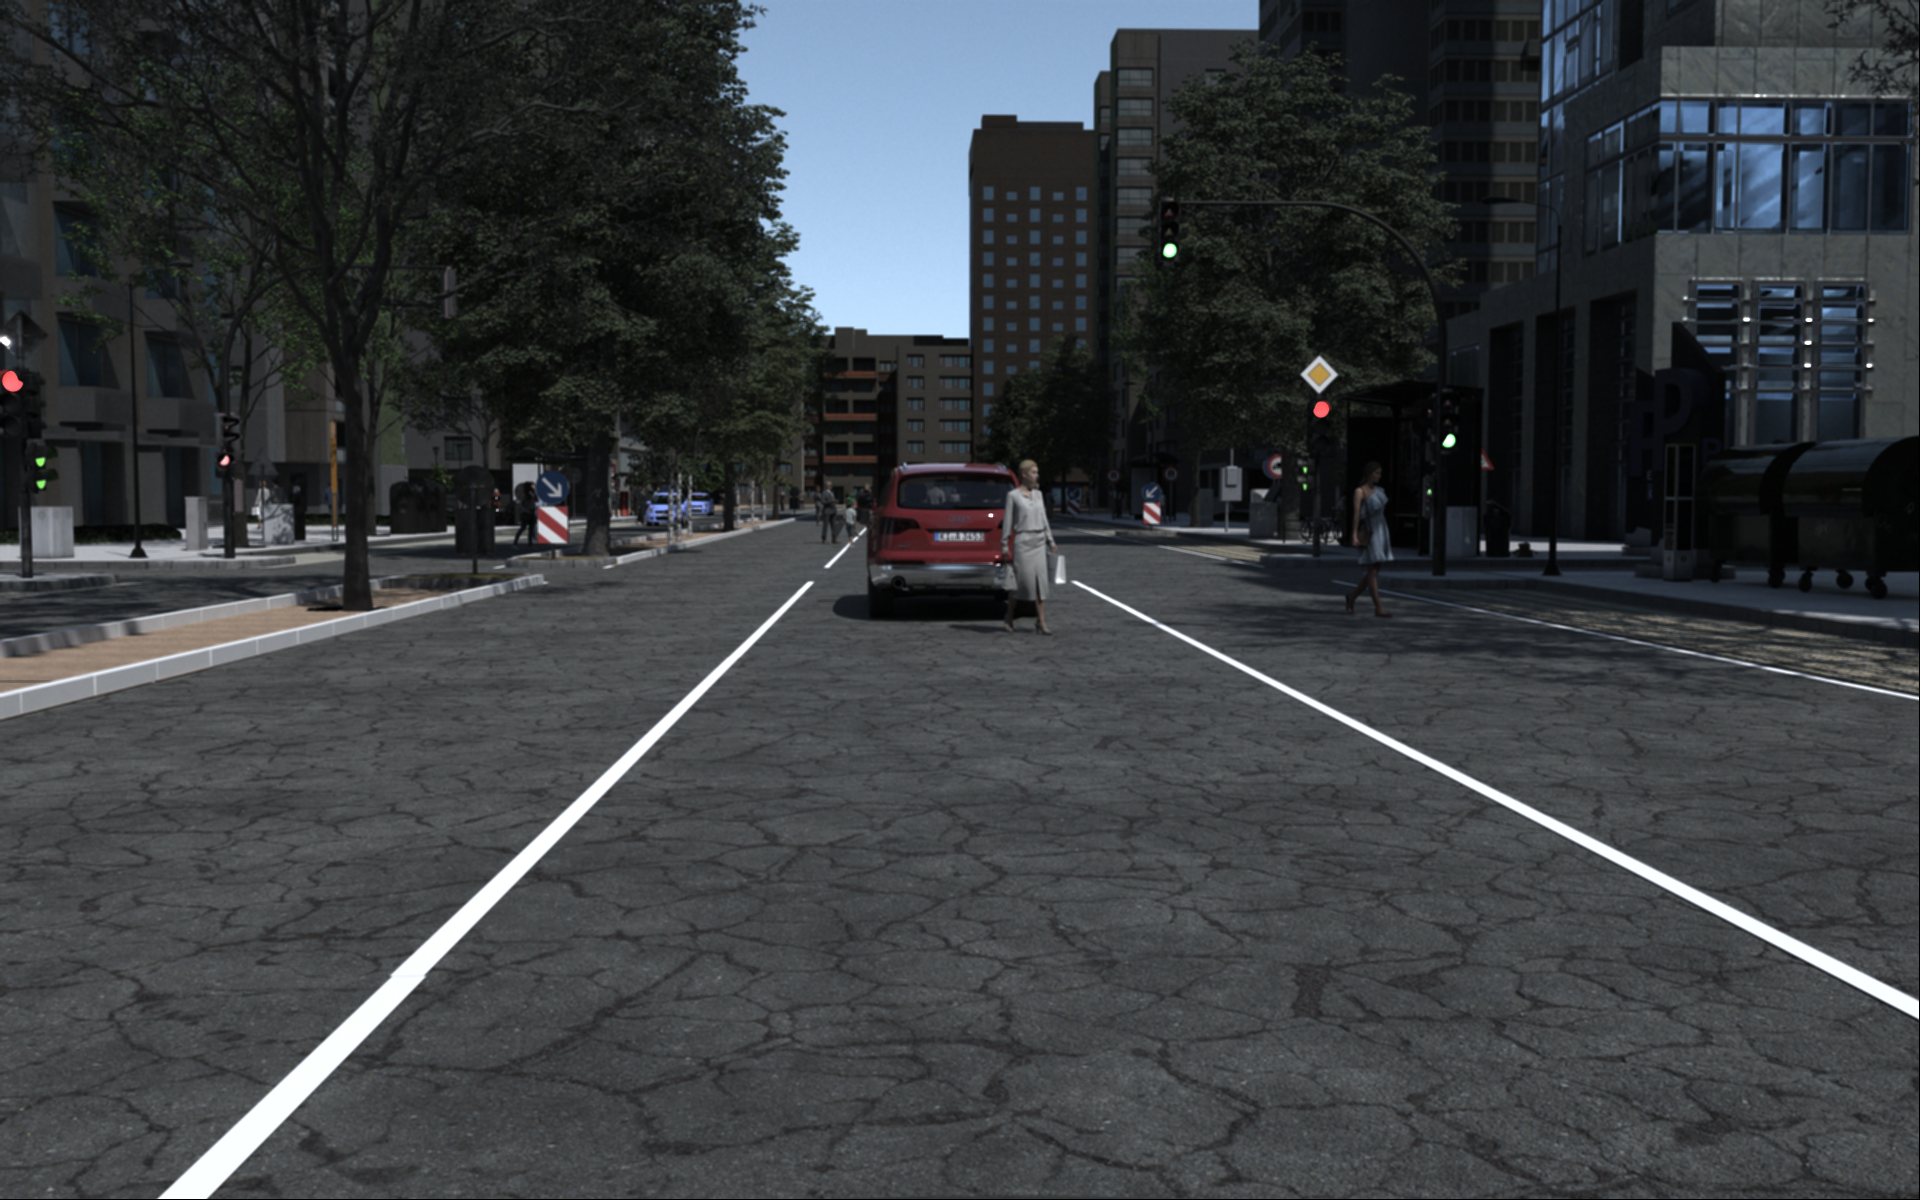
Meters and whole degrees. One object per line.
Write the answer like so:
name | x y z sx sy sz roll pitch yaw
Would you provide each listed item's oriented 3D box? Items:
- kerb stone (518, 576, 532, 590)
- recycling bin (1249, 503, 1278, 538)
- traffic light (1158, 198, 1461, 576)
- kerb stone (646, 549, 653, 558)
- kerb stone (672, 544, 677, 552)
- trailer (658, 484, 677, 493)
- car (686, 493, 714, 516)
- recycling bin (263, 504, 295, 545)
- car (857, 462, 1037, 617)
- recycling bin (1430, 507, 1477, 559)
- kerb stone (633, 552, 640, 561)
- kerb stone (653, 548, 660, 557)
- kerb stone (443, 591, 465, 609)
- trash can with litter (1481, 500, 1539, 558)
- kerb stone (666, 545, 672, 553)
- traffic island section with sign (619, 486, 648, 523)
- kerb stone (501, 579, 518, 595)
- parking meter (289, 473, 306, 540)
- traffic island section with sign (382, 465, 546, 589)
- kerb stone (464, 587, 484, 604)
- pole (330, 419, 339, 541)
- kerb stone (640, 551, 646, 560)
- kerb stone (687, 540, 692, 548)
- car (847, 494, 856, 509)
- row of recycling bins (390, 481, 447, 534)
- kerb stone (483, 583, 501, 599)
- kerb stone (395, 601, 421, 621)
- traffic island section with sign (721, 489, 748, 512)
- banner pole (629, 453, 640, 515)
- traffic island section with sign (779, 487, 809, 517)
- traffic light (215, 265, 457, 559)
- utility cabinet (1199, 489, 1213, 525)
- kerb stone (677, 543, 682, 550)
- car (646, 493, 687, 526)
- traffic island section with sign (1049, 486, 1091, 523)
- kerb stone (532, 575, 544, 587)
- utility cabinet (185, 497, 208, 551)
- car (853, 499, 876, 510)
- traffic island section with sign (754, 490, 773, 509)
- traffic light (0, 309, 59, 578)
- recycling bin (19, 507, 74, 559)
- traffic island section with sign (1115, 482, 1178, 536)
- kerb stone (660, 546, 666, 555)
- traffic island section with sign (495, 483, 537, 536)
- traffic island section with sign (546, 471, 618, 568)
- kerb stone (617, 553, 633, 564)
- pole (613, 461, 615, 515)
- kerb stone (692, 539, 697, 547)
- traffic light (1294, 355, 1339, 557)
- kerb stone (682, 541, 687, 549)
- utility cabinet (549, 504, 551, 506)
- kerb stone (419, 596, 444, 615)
kerb stone | -6.635 -0.235 26.035 0.120 0.150 1.000 0 4 -2
recycling bin | 8.889 -2.335 50.736 0.722 1.027 0.722 1 4 19
traffic light | 5.412 -3.196 26.919 4.771 5.953 1.251 0 4 -2
kerb stone | -7.070 -1.019 38.864 0.120 0.150 1.000 0 4 -2
kerb stone | -7.209 -1.268 42.974 0.120 0.150 1.000 0 4 -2
trailer | -16.667 -5.613 98.820 1.471 1.999 3.904 0 4 -4
car | -17.116 -6.370 113.735 1.945 1.707 3.694 0 4 -4
recycling bin | -17.428 -1.943 44.318 0.722 1.027 0.722 -1 4 -19
car | -0.154 -0.799 21.740 2.281 1.827 5.304 0 4 -3
recycling bin | 9.873 -1.352 34.653 0.722 1.027 0.722 3 4 38
kerb stone | -6.999 -0.889 36.817 0.120 0.150 1.000 0 4 -2
kerb stone | -7.098 -1.081 39.886 0.120 0.150 1.000 0 4 -2
kerb stone | -6.489 0.017 21.949 0.120 0.150 1.000 0 4 -2
trash can with litter | 11.156 -1.453 35.145 1.055 1.170 0.624 0 4 6
kerb stone | -7.172 -1.197 41.947 0.120 0.150 1.000 0 4 -2
traffic island section with sign | -16.031 -4.804 87.173 1.989 1.847 2.006 0 4 -2
kerb stone | -6.598 -0.170 25.013 0.120 0.150 1.000 0 4 -2
parking meter | -18.377 -2.587 48.007 0.399 1.863 0.255 -1 4 -16
traffic island section with sign | -7.712 -1.152 26.969 2.006 1.907 1.989 0 4 -2
kerb stone | -6.533 -0.047 22.970 0.120 0.150 1.000 0 4 -2
pole | -16.976 -3.249 46.971 0.158 3.312 0.155 0 3 0
kerb stone | -7.041 -0.957 37.839 0.120 0.150 1.000 0 4 -2
kerb stone | -7.315 -1.459 46.048 0.120 0.150 1.000 0 4 -2
car | -9.716 -9.485 163.875 1.959 1.807 4.718 0 4 -1
row of recycling bins | -17.710 -3.041 56.831 1.069 1.692 3.534 0 4 3
kerb stone | -6.566 -0.108 23.992 0.120 0.150 1.000 0 4 -2
kerb stone | -6.423 0.147 19.907 0.120 0.150 1.000 0 4 -2
traffic island section with sign | -17.683 -7.803 136.205 1.989 1.847 2.006 0 4 -2
banner pole | -19.994 -7.113 106.308 0.863 3.779 0.401 -2 4 -29
traffic island section with sign | -10.513 -6.198 109.468 2.006 1.907 1.989 0 4 -2
traffic light | -12.432 -3.657 34.466 4.771 5.953 1.251 0 4 -2
utility cabinet | 9.902 -3.789 70.628 0.318 1.500 1.173 3 5 40
kerb stone | -7.243 -1.334 43.998 0.120 0.150 1.000 0 4 -2
car | -13.149 -4.196 78.188 1.945 1.707 3.694 0 4 -2
traffic island section with sign | 5.518 -4.795 87.032 1.989 1.847 2.006 0 4 -2
kerb stone | -6.667 -0.295 27.056 0.120 0.150 1.000 0 4 -2
utility cabinet | -17.444 -1.740 39.604 0.306 1.237 1.020 -1 4 -13
car | -8.457 -8.785 153.859 2.015 1.641 3.980 0 4 -4
traffic island section with sign | -18.597 -9.451 163.145 1.989 1.847 2.006 0 4 -2
traffic light | -14.249 -2.291 26.379 0.839 4.253 0.868 0 4 -2
recycling bin | -18.274 -1.352 34.653 0.722 1.027 0.722 1 4 8
traffic island section with sign | 6.433 -3.148 60.092 1.989 1.847 2.006 0 4 -2
kerb stone | -7.141 -1.142 40.921 0.120 0.150 1.000 0 4 -2
traffic island section with sign | -15.089 -3.124 59.708 1.989 1.847 2.006 0 4 -2
traffic island section with sign | -7.954 -1.605 34.373 2.006 1.907 1.989 0 4 -2
kerb stone | -6.959 -0.829 35.795 0.120 0.150 1.000 0 4 -2
pole | -21.454 -6.950 107.480 0.158 3.312 0.155 0 3 0
kerb stone | -7.350 -1.522 47.073 0.120 0.150 1.000 0 4 -2
traffic light | 7.229 -2.825 35.112 0.839 4.253 0.868 0 4 -2
kerb stone | -7.282 -1.396 45.025 0.120 0.150 1.000 0 4 -2
utility cabinet | -20.804 -4.932 89.317 0.318 1.500 1.173 1 4 12
kerb stone | -6.460 0.079 20.928 0.120 0.150 1.000 0 4 -2
